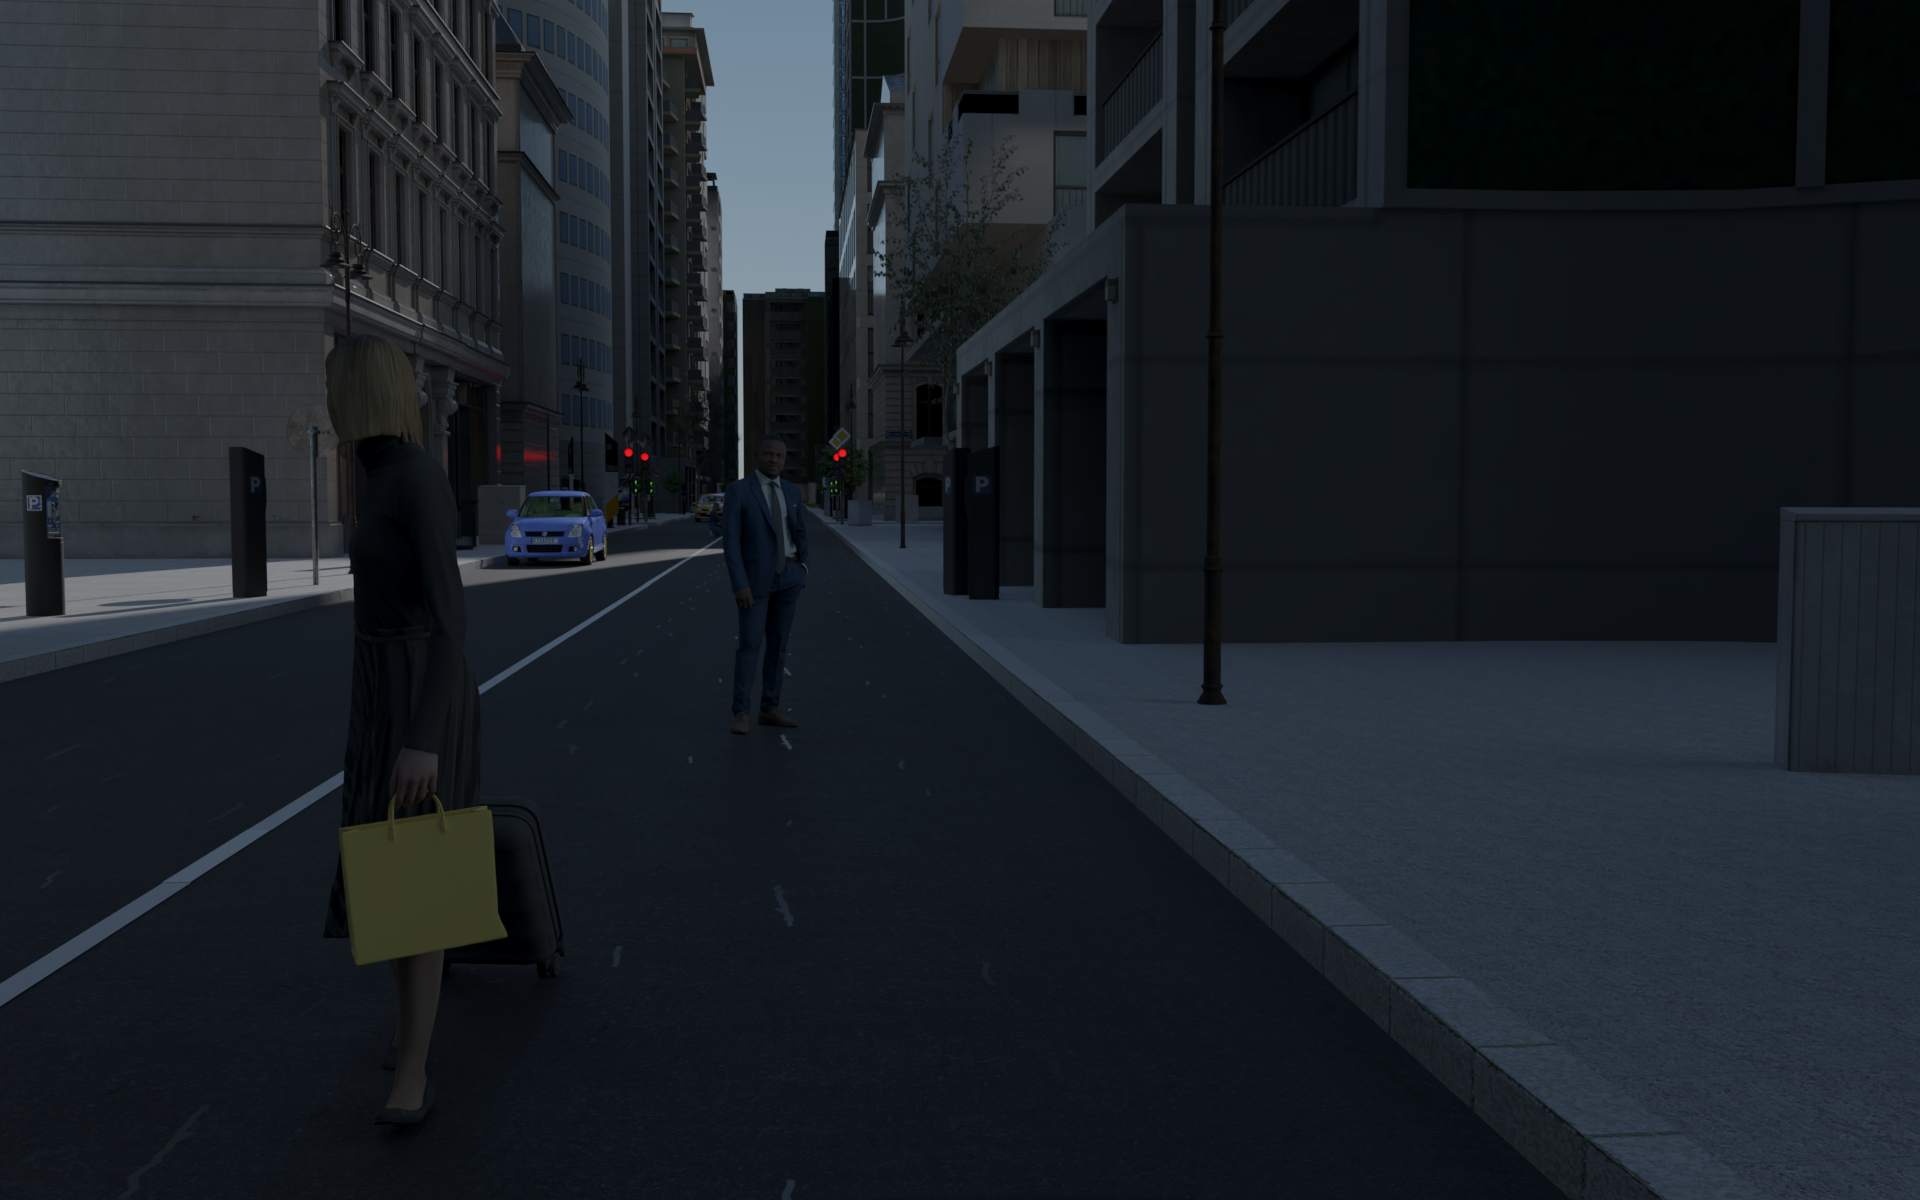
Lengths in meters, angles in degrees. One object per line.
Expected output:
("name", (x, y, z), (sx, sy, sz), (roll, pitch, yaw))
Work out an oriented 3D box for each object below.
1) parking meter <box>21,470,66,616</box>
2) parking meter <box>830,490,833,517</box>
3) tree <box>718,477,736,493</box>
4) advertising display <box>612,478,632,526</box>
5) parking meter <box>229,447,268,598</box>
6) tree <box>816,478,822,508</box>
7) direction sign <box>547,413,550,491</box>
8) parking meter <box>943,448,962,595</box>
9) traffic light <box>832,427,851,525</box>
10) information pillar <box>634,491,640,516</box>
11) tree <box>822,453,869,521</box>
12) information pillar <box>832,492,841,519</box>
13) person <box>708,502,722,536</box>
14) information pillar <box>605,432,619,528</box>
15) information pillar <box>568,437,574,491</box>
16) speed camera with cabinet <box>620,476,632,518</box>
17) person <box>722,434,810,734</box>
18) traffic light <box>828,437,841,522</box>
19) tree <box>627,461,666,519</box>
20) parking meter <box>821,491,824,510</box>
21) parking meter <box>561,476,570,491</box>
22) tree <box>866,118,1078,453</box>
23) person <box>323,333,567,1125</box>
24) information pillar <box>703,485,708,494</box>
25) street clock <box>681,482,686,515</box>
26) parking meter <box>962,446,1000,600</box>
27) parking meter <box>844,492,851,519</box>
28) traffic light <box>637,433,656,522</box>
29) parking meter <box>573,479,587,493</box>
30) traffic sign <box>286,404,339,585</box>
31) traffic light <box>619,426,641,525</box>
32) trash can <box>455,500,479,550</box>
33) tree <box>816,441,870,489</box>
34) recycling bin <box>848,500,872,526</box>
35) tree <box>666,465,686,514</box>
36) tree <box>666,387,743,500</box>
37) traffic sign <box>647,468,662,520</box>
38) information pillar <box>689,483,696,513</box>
("parking meter", (-9.677, -0.604, 18.290), (0.372, 1.533, 0.369), (0, 3, 0))
("parking meter", (-7.036, -5.365, 96.136), (0.372, 1.533, 0.369), (0, 3, 0))
("tree", (-26.419, -12.237, 194.682), (1.663, 3.219, 1.824), (0, 3, 0))
("advertising display", (-13.803, -3.994, 70.523), (0.974, 1.923, 0.123), (2, 4, 26))
("parking meter", (-8.860, -0.970, 21.579), (0.255, 1.863, 0.399), (1, 4, 20))
("tree", (-8.491, -7.341, 114.625), (1.663, 3.219, 1.824), (0, 3, 0))
("direction sign", (-11.555, -3.465, 48.645), (0.379, 3.537, 0.876), (-1, 4, -12))
("parking meter", (-0.041, -1.000, 22.063), (0.255, 1.863, 0.399), (-1, 4, -21))
("traffic light", (-4.925, -5.093, 72.198), (0.839, 4.253, 0.868), (0, 4, -6))
("information pillar", (-18.555, -5.802, 99.361), (0.304, 2.012, 0.304), (0, 4, -4))
("tree", (-5.372, -5.363, 82.279), (1.663, 3.219, 1.824), (0, 3, 0))
("information pillar", (-6.267, -5.101, 87.888), (0.304, 2.012, 0.304), (2, 4, 30))
("person", (-8.166, -2.734, 58.706), (0.738, 1.151, 1.012), (0, 4, -7))
("information pillar", (-13.168, -4.530, 65.414), (0.504, 3.616, 0.183), (-1, 4, -14))
("information pillar", (-16.065, -4.905, 71.549), (0.183, 3.616, 0.504), (-2, 4, -32))
("speed camera with cabinet", (-17.601, -5.900, 90.798), (0.660, 3.252, 2.038), (-1, 4, -18))
("person", (-1.209, -0.120, 10.650), (0.419, 1.800, 0.721), (3, 5, 44))
("traffic light", (-5.705, -5.579, 80.145), (0.839, 4.253, 0.868), (0, 4, -6))
("tree", (-16.225, -5.753, 88.657), (1.663, 3.219, 1.824), (0, 3, 0))
("parking meter", (-11.123, -8.278, 141.061), (0.255, 1.863, 0.399), (-3, 4, -36))
("parking meter", (-12.438, -2.990, 54.605), (0.255, 1.863, 0.399), (-1, 4, -9))
("tree", (0.151, -5.179, 35.047), (4.360, 8.622, 3.978), (0, 3, 0))
("person", (-1.306, 0.261, 4.451), (0.699, 1.804, 1.509), (0, 4, 5))
("information pillar", (-19.987, -8.038, 135.907), (0.304, 2.012, 0.304), (1, 4, 21))
("street clock", (-17.160, -6.301, 107.588), (0.358, 2.002, 0.471), (-1, 4, -19))
("parking meter", (0.273, -0.940, 21.078), (0.399, 1.863, 0.255), (1, 4, 10))
("parking meter", (-5.783, -5.097, 89.050), (0.399, 1.863, 0.255), (2, 4, 33))
("traffic light", (-14.373, -5.527, 79.282), (0.839, 4.253, 0.868), (0, 4, -6))
("parking meter", (-15.063, -3.862, 68.849), (0.399, 1.863, 0.255), (0, 4, 2))
("traffic sign", (-9.100, -1.486, 24.399), (0.768, 2.556, 0.104), (0, 4, 0))
("traffic light", (-13.593, -5.041, 71.335), (0.839, 4.253, 0.868), (0, 4, -6))
("trash can", (-11.428, -1.721, 39.793), (0.748, 1.137, 0.748), (0, 3, 0))
("tree", (-6.781, -7.182, 101.140), (4.285, 4.588, 4.351), (0, 3, 0))
("recycling bin", (-4.039, -3.504, 69.848), (0.722, 1.027, 0.722), (-3, 5, -43))
("tree", (-18.764, -7.289, 113.773), (1.663, 3.219, 1.824), (0, 3, 0))
("tree", (-22.273, -13.136, 149.178), (8.767, 10.594, 7.601), (2, 4, 27))
("traffic sign", (-15.127, -5.238, 85.746), (0.768, 2.556, 0.104), (0, 4, 3))
("information pillar", (-18.059, -6.879, 116.958), (0.304, 2.012, 0.304), (-3, 4, -37))
